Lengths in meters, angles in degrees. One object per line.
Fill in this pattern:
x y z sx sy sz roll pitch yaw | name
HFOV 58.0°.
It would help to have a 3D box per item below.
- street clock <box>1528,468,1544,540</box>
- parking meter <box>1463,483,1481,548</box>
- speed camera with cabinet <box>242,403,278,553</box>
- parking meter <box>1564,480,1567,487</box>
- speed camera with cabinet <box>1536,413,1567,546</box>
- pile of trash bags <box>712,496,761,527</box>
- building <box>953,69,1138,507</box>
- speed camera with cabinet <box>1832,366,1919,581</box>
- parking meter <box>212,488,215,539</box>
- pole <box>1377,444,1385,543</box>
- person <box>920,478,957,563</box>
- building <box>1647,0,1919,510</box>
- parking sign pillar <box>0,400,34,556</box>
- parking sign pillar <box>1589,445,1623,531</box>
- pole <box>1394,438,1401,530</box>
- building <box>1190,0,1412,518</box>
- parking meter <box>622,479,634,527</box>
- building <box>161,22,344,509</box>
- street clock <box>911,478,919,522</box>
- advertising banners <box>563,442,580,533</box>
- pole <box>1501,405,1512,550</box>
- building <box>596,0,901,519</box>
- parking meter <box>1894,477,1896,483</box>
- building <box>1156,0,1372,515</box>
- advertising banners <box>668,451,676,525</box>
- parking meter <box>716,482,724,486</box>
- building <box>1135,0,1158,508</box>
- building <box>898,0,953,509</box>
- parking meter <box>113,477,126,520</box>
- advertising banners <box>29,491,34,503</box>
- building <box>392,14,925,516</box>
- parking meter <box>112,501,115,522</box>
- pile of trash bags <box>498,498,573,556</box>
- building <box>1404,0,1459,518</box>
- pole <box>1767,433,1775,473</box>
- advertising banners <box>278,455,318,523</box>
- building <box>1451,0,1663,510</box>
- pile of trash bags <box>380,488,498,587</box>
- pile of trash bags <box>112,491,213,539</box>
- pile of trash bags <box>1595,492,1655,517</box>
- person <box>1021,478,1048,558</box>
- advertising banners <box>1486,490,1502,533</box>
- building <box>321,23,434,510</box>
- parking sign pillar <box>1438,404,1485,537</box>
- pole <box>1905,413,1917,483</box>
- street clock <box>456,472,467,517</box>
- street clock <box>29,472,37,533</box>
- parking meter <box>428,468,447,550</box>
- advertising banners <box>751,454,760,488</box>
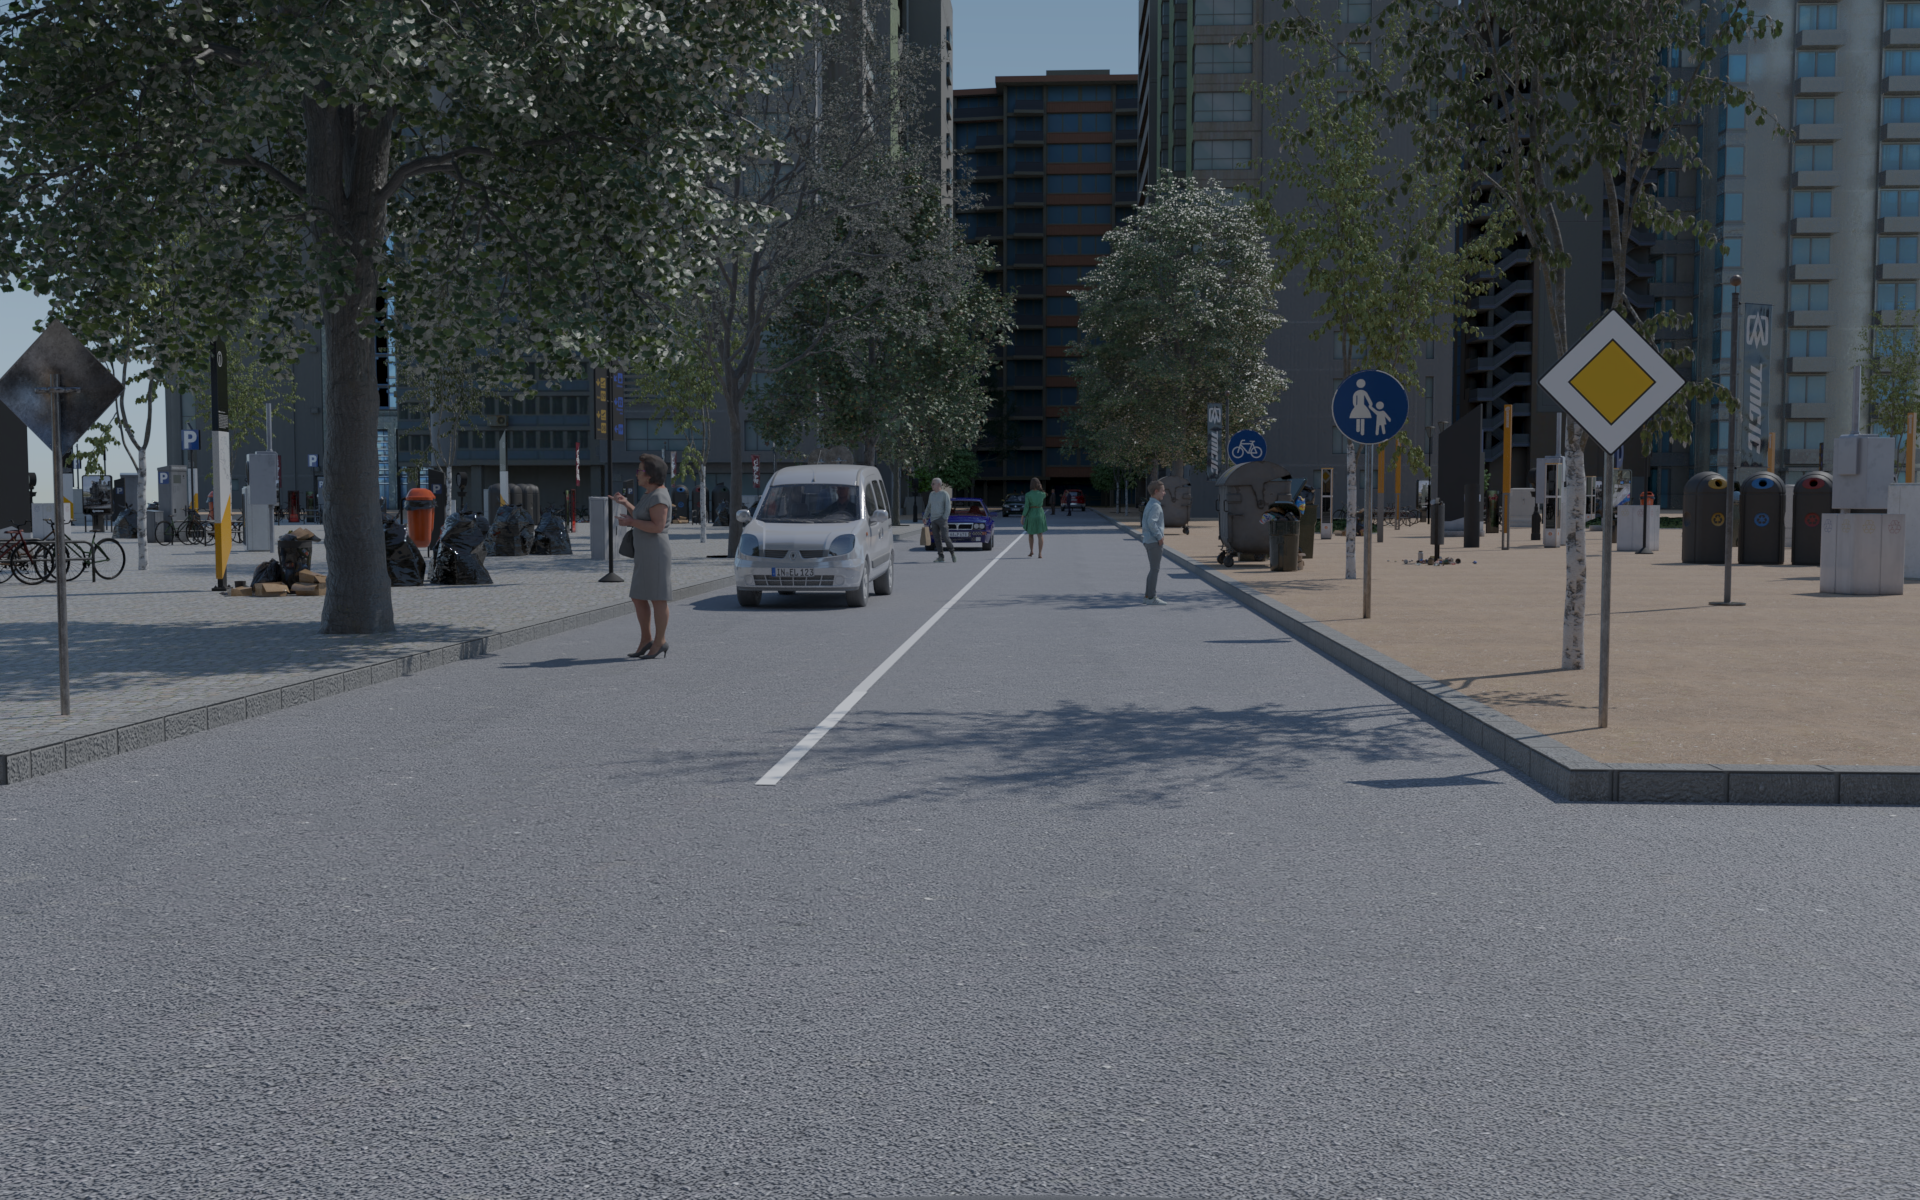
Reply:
15.971 -2.656 47.988 0.471 2.002 0.358 -2 4 -24 | street clock
12.263 -2.022 41.475 0.372 1.533 0.369 0 3 0 | parking meter
-15.543 -2.694 38.377 0.660 3.252 2.038 -2 4 -26 | speed camera with cabinet
24.080 -3.871 69.002 0.399 1.863 0.255 -1 4 -9 | parking meter
14.725 -2.967 42.852 0.660 3.252 2.038 2 4 29 | speed camera with cabinet
-8.261 -3.579 68.263 1.912 1.369 3.447 -3 5 -39 | pile of trash bags
11.576 -32.248 181.871 28.867 44.769 22.147 0 4 3 | building
14.241 -1.951 26.238 0.660 3.252 2.038 -1 4 -18 | speed camera with cabinet
-20.987 -2.491 49.142 0.372 1.533 0.369 0 3 0 | parking meter
11.138 -3.179 45.823 0.158 3.312 0.155 0 3 0 | pole
-0.480 -1.674 36.350 0.782 1.767 0.515 3 4 38 | person
71.880 -31.912 141.366 30.456 49.044 23.786 0 4 3 | building
-20.404 -2.938 36.507 1.447 3.967 1.447 3 5 41 | parking sign pillar
22.717 -4.392 60.285 1.447 3.967 1.447 2 4 32 | parking sign pillar
15.656 -4.164 61.926 0.158 3.312 0.155 0 3 0 | pole
20.497 -26.248 112.746 14.154 41.232 14.086 0 4 3 | building
-12.892 -3.768 67.324 0.399 1.863 0.255 -3 5 -43 | parking meter
-60.759 -28.761 153.843 14.086 41.232 14.154 0 4 3 | building
-2.025 -4.512 78.336 0.358 2.002 0.471 -1 4 -14 | street clock
-12.876 -3.753 57.548 0.090 3.025 2.074 0 4 2 | advertising banners
12.514 -2.800 39.630 0.158 3.312 0.155 0 3 0 | pole
-10.844 -24.992 92.211 14.154 41.232 14.086 0 4 3 | building
31.531 -3.239 58.667 0.255 1.863 0.399 3 4 36 | parking meter
21.334 -27.106 126.780 14.154 41.232 14.086 0 4 3 | building
-12.139 -4.601 71.418 0.090 3.025 2.074 -2 4 -35 | advertising banners
-11.588 -4.761 83.545 0.399 1.863 0.255 -1 4 -13 | parking meter
25.906 -31.851 144.468 21.300 48.544 21.600 0 4 3 | building
-11.769 -32.059 147.858 21.600 48.544 21.300 0 4 3 | building
-29.185 -3.329 60.137 0.399 1.863 0.255 -2 4 -26 | parking meter
-38.853 -4.545 70.499 0.090 3.025 2.074 3 5 43 | advertising banners
-18.921 -25.681 111.764 32.217 40.220 23.993 0 4 3 | building
-39.209 -4.405 80.439 0.372 1.533 0.369 0 3 0 | parking meter
-9.929 -1.611 36.095 1.912 1.369 3.447 3 5 43 | pile of trash bags
19.837 -25.389 98.701 14.154 41.232 14.086 0 4 3 | building
26.916 -3.895 57.518 0.158 3.312 0.155 0 3 0 | pole
-29.998 -5.004 78.009 2.074 3.025 0.090 -1 4 -13 | advertising banners
49.903 -30.452 147.996 14.200 45.320 14.600 0 4 3 | building
-7.975 -0.968 25.582 1.912 1.369 3.447 -1 4 -19 | pile of trash bags
-23.135 -2.538 51.250 1.912 1.369 3.447 2 4 27 | pile of trash bags
28.549 -4.013 75.369 3.447 1.369 1.912 0 4 -8 | pile of trash bags
1.681 -1.835 38.743 0.600 1.795 0.529 -1 4 -17 | person
16.691 -3.682 56.396 2.074 3.025 0.090 -1 4 -11 | advertising banners
-38.094 -51.033 147.059 31.000 86.520 22.319 0 4 3 | building
15.159 -3.910 52.397 1.447 3.967 1.447 3 4 36 | parking sign pillar
23.883 -3.040 43.541 0.158 3.312 0.155 0 3 0 | pole
-16.412 -3.212 57.086 0.358 2.002 0.471 -3 4 -36 | street clock
-30.885 -3.244 57.615 0.471 2.002 0.358 3 5 44 | street clock
-11.917 -2.070 39.551 0.399 1.863 0.255 -1 4 -10 | parking meter
-8.479 -4.935 76.876 0.090 3.025 2.074 3 5 43 | advertising banners
